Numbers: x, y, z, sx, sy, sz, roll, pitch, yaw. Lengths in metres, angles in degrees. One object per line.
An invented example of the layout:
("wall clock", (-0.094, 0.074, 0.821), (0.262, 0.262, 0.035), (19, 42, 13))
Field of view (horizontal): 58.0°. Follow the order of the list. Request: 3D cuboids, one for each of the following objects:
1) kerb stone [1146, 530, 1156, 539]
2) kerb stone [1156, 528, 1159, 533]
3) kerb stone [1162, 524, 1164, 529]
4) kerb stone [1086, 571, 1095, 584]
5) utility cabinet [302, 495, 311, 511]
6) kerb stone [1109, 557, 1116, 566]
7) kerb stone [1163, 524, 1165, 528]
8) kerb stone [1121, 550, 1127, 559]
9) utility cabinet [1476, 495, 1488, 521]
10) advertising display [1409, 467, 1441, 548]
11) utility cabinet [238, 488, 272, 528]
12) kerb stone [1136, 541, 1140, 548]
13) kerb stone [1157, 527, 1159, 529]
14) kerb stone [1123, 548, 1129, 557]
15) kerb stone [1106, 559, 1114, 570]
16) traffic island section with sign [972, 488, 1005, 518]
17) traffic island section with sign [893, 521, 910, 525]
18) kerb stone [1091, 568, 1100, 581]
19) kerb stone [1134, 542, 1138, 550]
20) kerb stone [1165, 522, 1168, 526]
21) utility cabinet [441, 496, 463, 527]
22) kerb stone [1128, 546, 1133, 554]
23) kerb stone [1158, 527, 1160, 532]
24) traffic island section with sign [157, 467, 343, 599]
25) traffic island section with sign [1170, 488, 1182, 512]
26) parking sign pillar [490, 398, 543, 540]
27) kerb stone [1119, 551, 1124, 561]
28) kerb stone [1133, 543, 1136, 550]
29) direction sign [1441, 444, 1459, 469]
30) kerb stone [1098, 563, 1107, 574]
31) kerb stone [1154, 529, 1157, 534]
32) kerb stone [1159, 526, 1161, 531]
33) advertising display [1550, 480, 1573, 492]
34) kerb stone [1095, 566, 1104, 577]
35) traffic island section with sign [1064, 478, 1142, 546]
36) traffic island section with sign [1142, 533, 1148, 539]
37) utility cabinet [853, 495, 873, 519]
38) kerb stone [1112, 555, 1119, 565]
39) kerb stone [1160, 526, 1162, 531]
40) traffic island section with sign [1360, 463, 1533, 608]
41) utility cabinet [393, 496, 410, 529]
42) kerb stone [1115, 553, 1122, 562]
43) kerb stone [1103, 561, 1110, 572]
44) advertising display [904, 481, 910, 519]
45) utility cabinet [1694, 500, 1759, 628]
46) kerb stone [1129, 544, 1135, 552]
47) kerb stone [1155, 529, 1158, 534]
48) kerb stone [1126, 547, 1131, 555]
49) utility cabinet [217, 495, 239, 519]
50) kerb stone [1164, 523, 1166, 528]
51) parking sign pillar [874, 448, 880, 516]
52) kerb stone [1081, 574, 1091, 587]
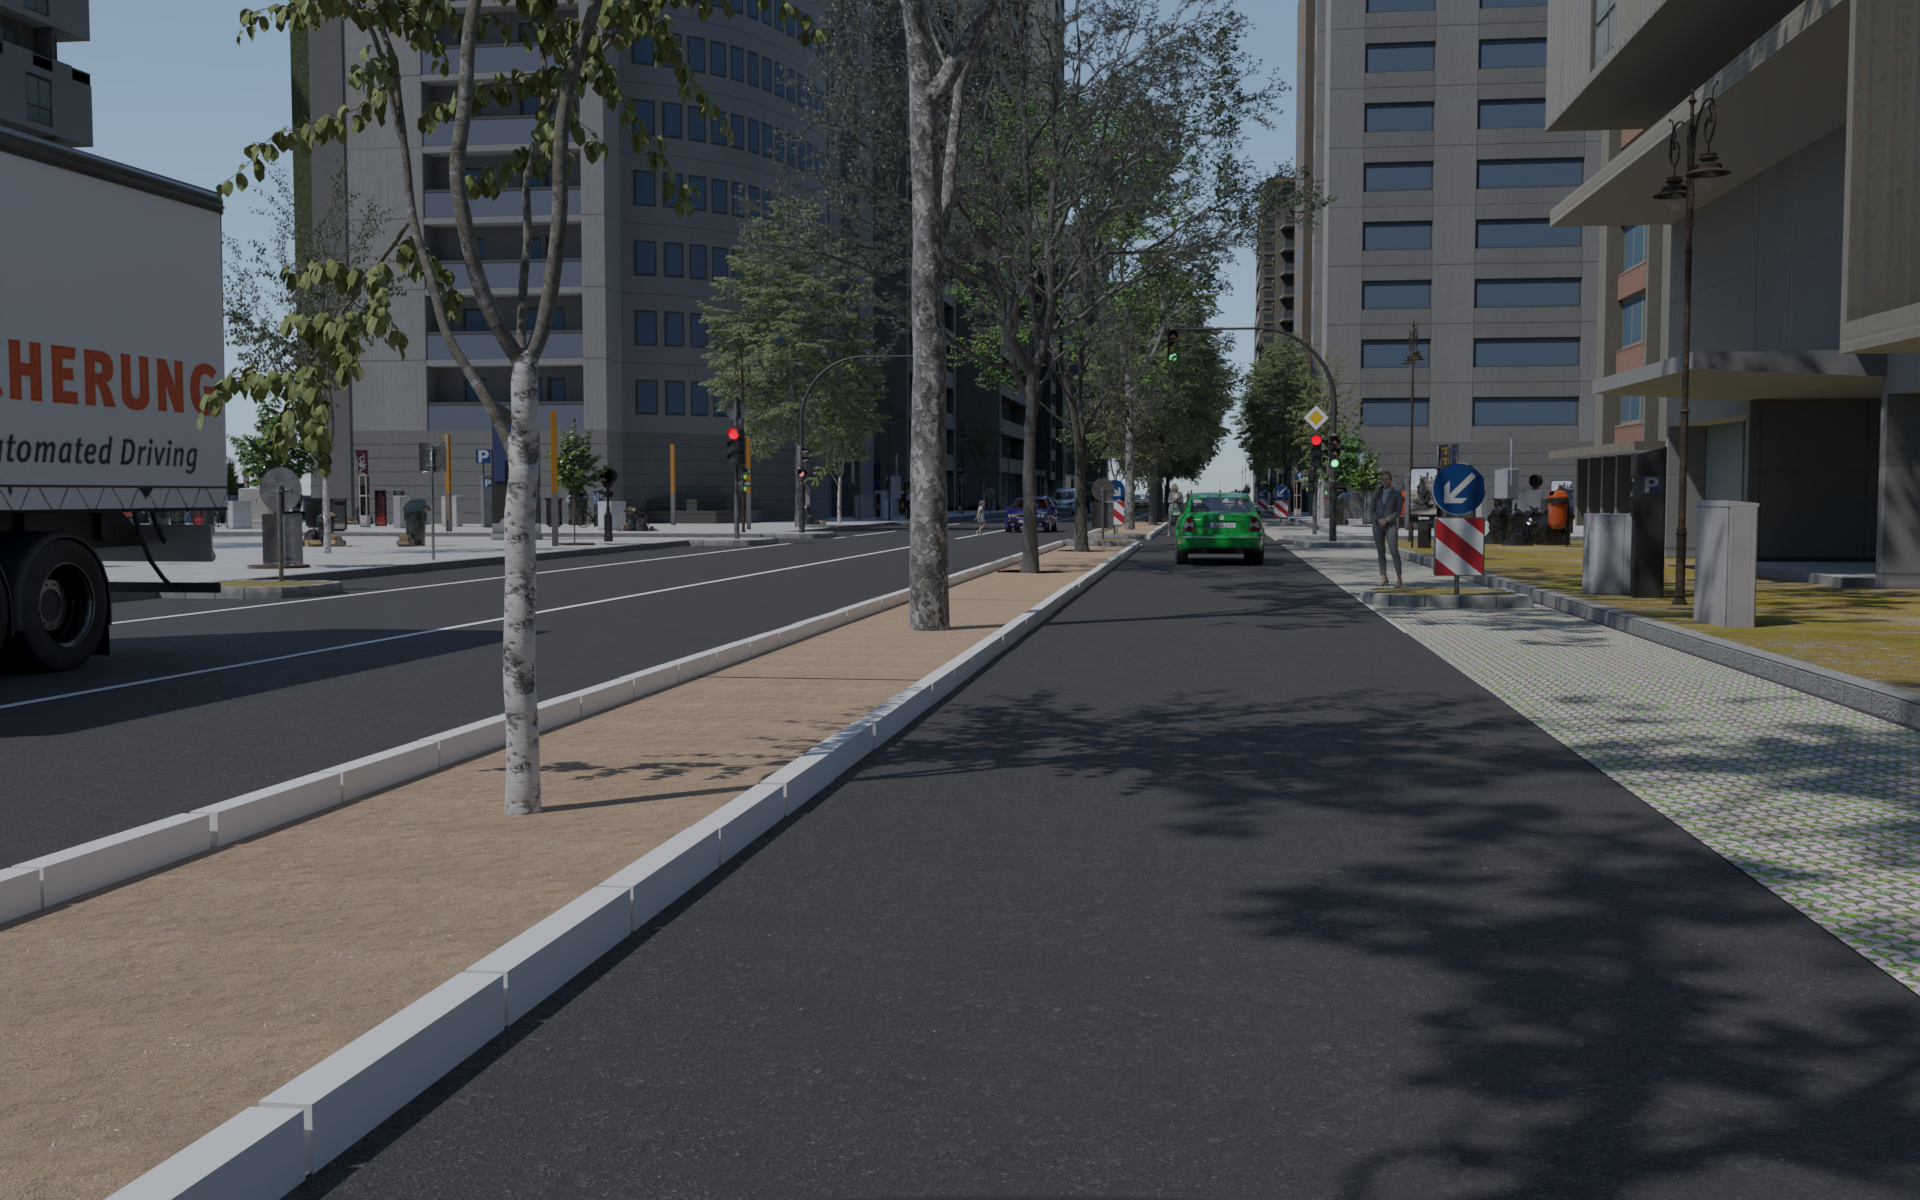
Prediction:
("kerb stone", (6.326, -2.151, 57.411), (0.120, 0.150, 1.000), (1, 4, 8))
("kerb stone", (6.775, -2.340, 60.456), (0.120, 0.150, 1.000), (1, 4, 8))
("kerb stone", (7.791, -2.773, 67.554), (0.120, 0.150, 1.000), (1, 4, 8))
("kerb stone", (2.013, -0.321, 27.468), (0.120, 0.150, 1.000), (1, 4, 8))
("utility cabinet", (-34.188, -4.910, 91.446), (1.020, 1.237, 0.306), (1, 4, 18))
("kerb stone", (2.892, -0.694, 33.565), (0.120, 0.150, 1.000), (1, 4, 8))
("kerb stone", (7.949, -2.836, 68.567), (0.120, 0.150, 1.000), (1, 4, 8))
("kerb stone", (3.490, -0.944, 37.629), (0.120, 0.150, 1.000), (1, 4, 8))
("utility cabinet", (25.215, -4.438, 83.729), (0.306, 1.237, 1.020), (2, 4, 31))
("advertising display", (10.998, -2.187, 40.968), (0.123, 1.923, 0.974), (-2, 4, -27))
("utility cabinet", (-26.570, -3.464, 65.310), (1.173, 1.500, 0.318), (0, 4, 7))
("kerb stone", (4.510, -1.379, 44.741), (0.120, 0.150, 1.000), (1, 4, 8))
("kerb stone", (6.916, -2.401, 61.469), (0.120, 0.150, 1.000), (1, 4, 8))
("kerb stone", (3.624, -1.006, 38.647), (0.120, 0.150, 1.000), (1, 4, 8))
("kerb stone", (2.750, -0.627, 32.549), (0.120, 0.150, 1.000), (1, 4, 8))
("traffic island section with sign", (1.868, -5.998, 106.691), (1.989, 1.847, 2.006), (1, 4, 8))
("traffic island section with sign", (-1.975, -4.366, 80.010), (1.989, 1.847, 2.006), (1, 4, 8))
("kerb stone", (2.164, -0.380, 28.482), (0.120, 0.150, 1.000), (1, 4, 8))
("kerb stone", (4.359, -1.317, 43.730), (0.120, 0.150, 1.000), (1, 4, 8))
("kerb stone", (8.532, -3.085, 72.629), (0.120, 0.150, 1.000), (1, 4, 8))
("utility cabinet", (-19.932, -3.472, 67.922), (1.020, 1.237, 0.306), (3, 5, 39))
("kerb stone", (3.918, -1.130, 40.674), (0.120, 0.150, 1.000), (1, 4, 8))
("kerb stone", (7.059, -2.464, 62.483), (0.120, 0.150, 1.000), (1, 4, 8))
("traffic island section with sign", (-9.956, -0.980, 24.645), (1.989, 1.847, 2.006), (1, 4, 8))
("traffic island section with sign", (15.709, -7.447, 129.895), (2.006, 1.907, 1.989), (1, 4, 8))
("parking sign pillar", (-12.472, -3.680, 48.642), (1.447, 3.967, 1.447), (0, 4, -7))
("kerb stone", (3.327, -0.882, 36.610), (0.120, 0.150, 1.000), (1, 4, 8))
("kerb stone", (4.209, -1.255, 42.713), (0.120, 0.150, 1.000), (1, 4, 8))
("direction sign", (22.283, -5.313, 78.858), (0.379, 3.537, 0.876), (-3, 5, -41))
("kerb stone", (2.457, -0.506, 30.520), (0.120, 0.150, 1.000), (1, 4, 8))
("kerb stone", (6.477, -2.216, 58.429), (0.120, 0.150, 1.000), (1, 4, 8))
("kerb stone", (7.204, -2.526, 63.494), (0.120, 0.150, 1.000), (1, 4, 8))
("advertising display", (27.148, -4.461, 78.157), (0.974, 1.923, 0.123), (2, 4, 33))
("kerb stone", (2.311, -0.439, 29.496), (0.120, 0.150, 1.000), (1, 4, 8))
("traffic island section with sign", (3.934, -2.450, 48.190), (2.006, 1.907, 1.989), (1, 4, 8))
("traffic island section with sign", (5.000, -2.898, 55.521), (2.006, 1.907, 1.989), (1, 4, 8))
("utility cabinet", (-5.082, -4.883, 91.006), (1.020, 1.237, 0.306), (-1, 4, -19))
("kerb stone", (3.036, -0.755, 34.578), (0.120, 0.150, 1.000), (1, 4, 8))
("kerb stone", (7.358, -2.588, 64.511), (0.120, 0.150, 1.000), (1, 4, 8))
("traffic island section with sign", (6.294, -0.856, 22.624), (1.989, 1.847, 2.006), (1, 4, 8))
("utility cabinet", (-20.904, -3.286, 64.893), (0.306, 1.237, 1.020), (0, 4, 2))
("kerb stone", (3.184, -0.819, 35.592), (0.120, 0.150, 1.000), (1, 4, 8))
("kerb stone", (2.600, -0.571, 31.537), (0.120, 0.150, 1.000), (1, 4, 8))
("advertising display", (-2.581, -5.070, 88.112), (0.123, 1.923, 0.974), (2, 4, 24))
("utility cabinet", (7.560, -0.363, 17.098), (0.306, 1.237, 1.020), (0, 4, 7))
("kerb stone", (4.067, -1.192, 41.691), (0.120, 0.150, 1.000), (1, 4, 8))
("kerb stone", (6.623, -2.278, 59.445), (0.120, 0.150, 1.000), (1, 4, 8))
("kerb stone", (3.773, -1.068, 39.658), (0.120, 0.150, 1.000), (1, 4, 8))
("utility cabinet", (-37.214, -4.703, 88.056), (1.020, 1.237, 0.306), (0, 4, 5))
("kerb stone", (8.237, -2.961, 70.607), (0.120, 0.150, 1.000), (1, 4, 8))
("parking sign pillar", (-4.970, -6.919, 101.601), (1.447, 3.967, 1.447), (-1, 4, -10))
("kerb stone", (1.868, -0.259, 26.454), (0.120, 0.150, 1.000), (1, 4, 8))
